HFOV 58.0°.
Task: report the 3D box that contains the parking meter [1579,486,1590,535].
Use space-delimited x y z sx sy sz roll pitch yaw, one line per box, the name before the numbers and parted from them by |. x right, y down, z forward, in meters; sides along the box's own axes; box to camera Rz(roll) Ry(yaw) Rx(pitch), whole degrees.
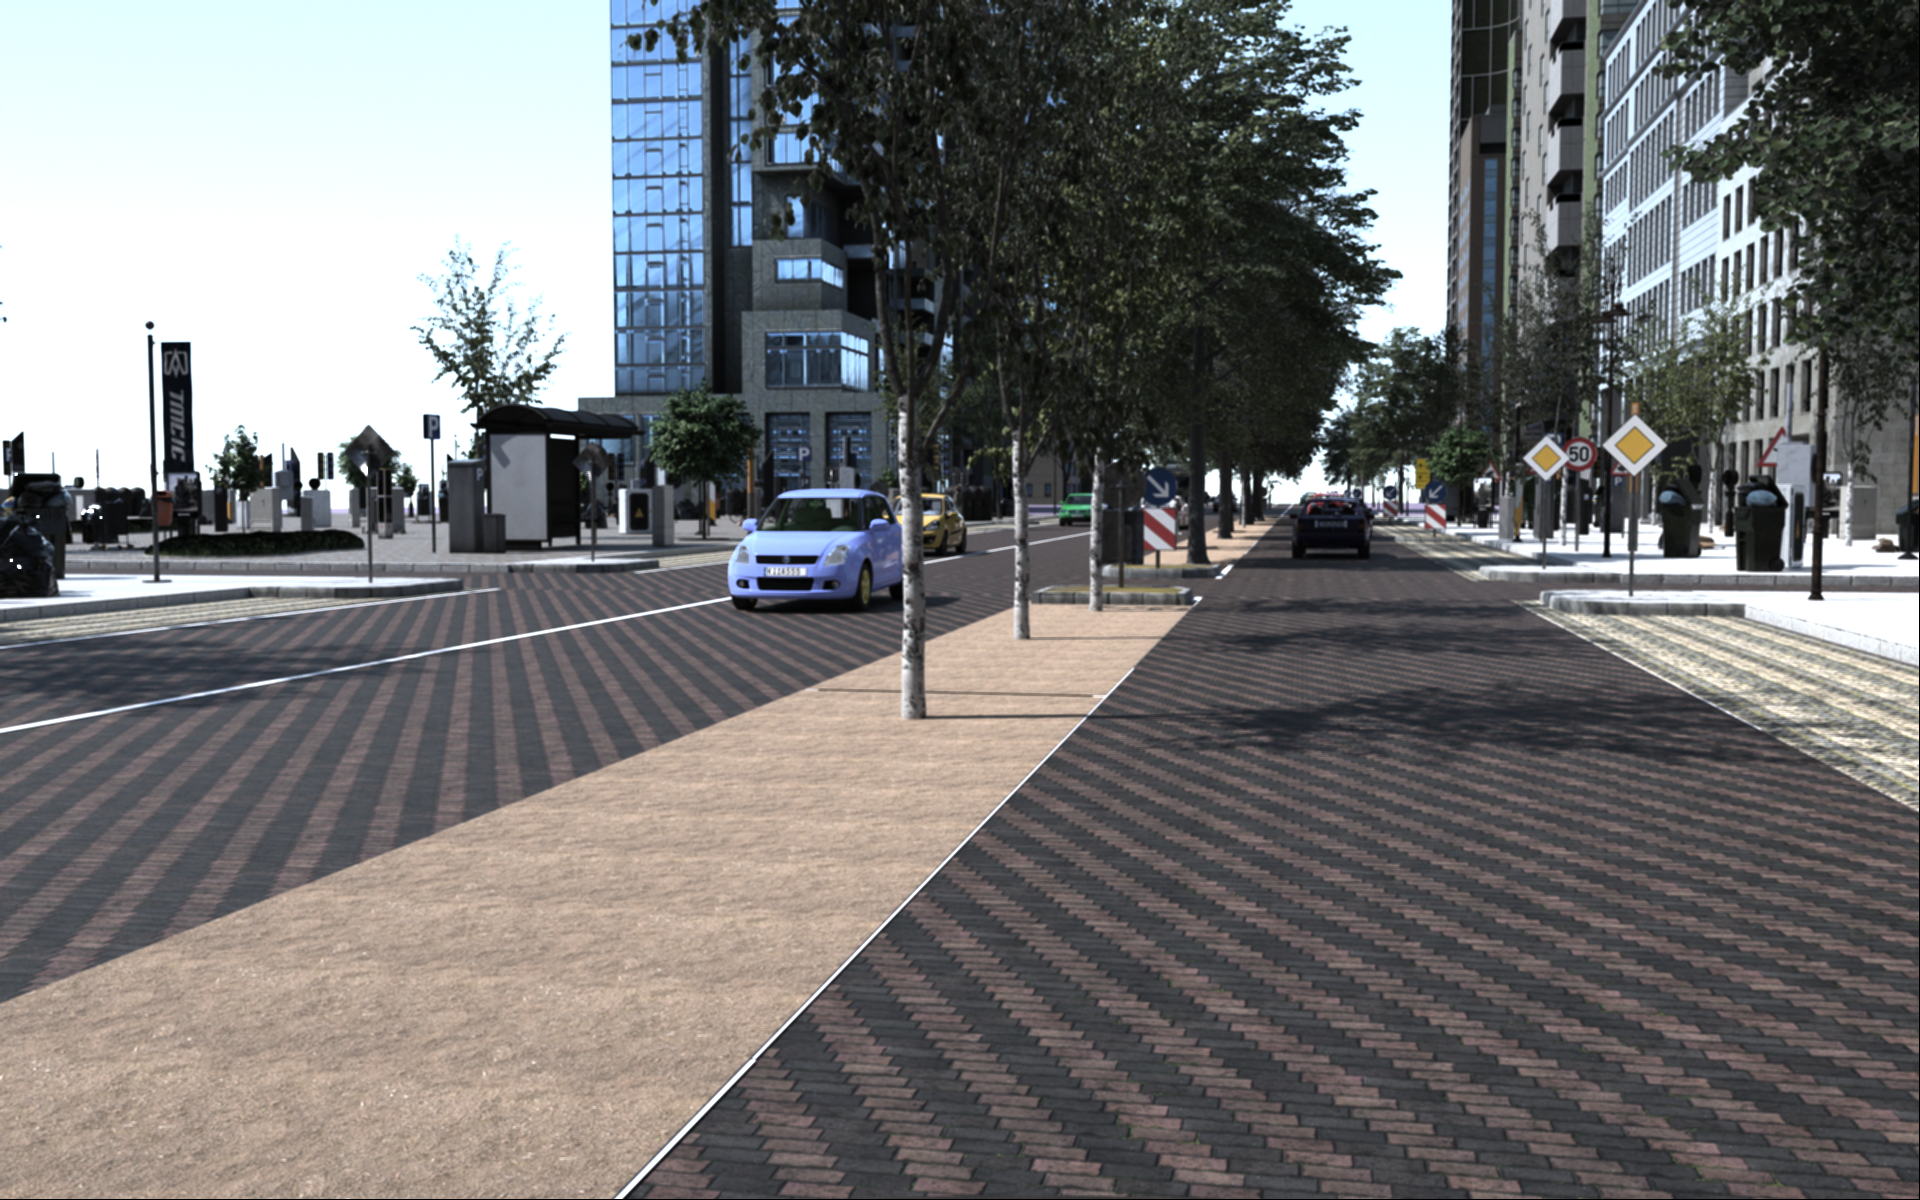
parking meter | 19.582 -2.815 54.435 0.372 1.533 0.369 0 3 0

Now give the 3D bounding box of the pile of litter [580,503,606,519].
pile of litter | -17.951 -4.259 83.605 1.176 0.858 1.719 -1 4 -21

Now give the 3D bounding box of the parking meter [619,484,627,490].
parking meter | -18.951 -5.614 97.497 0.399 1.863 0.255 1 4 21

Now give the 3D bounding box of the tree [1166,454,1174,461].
tree | 23.060 -21.057 200.165 12.611 20.169 13.585 0 3 0

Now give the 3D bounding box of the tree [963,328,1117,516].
tree | 3.807 -10.791 102.194 9.928 11.665 9.643 0 3 0

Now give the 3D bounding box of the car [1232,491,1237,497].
car | 36.662 -13.946 236.696 2.281 1.827 5.304 1 4 11

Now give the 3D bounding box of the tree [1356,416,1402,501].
tree | 35.731 -12.016 146.826 4.360 8.622 3.978 0 3 0

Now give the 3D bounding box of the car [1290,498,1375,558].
car | 8.600 -1.683 40.090 1.945 1.354 3.894 1 4 12

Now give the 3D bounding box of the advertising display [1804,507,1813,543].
advertising display | 21.934 -2.462 45.475 0.974 1.923 0.123 -2 4 -29

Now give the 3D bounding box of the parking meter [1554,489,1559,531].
parking meter | 20.731 -3.191 60.583 0.372 1.533 0.369 0 3 0

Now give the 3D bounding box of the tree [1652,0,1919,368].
tree | 9.413 -6.467 12.395 9.857 13.997 8.962 0 3 0

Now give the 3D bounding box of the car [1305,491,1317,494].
car | 49.138 -14.316 242.738 2.281 1.827 5.304 1 4 9

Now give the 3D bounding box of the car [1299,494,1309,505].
car | 44.880 -12.974 223.925 2.131 1.459 4.920 1 4 13

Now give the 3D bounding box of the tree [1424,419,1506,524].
tree | 21.863 -5.577 74.898 4.285 4.588 4.351 0 3 0

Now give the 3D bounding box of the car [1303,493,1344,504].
car | 16.269 -4.126 76.499 2.155 1.783 4.494 1 4 10

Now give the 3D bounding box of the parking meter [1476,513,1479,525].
parking meter | 21.453 -4.003 71.159 0.399 1.863 0.255 -1 4 -20

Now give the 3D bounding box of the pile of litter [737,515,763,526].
pile of litter | -8.429 -3.395 69.474 1.176 0.858 1.719 1 4 18

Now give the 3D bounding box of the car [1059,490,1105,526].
car | 5.559 -4.262 78.478 1.959 1.807 4.718 1 4 10

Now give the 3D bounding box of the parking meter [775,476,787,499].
parking meter | -5.938 -3.170 57.546 0.255 1.863 0.399 2 4 26

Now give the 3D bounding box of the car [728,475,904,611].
car | -1.762 -0.788 22.472 1.945 1.707 3.694 1 4 10

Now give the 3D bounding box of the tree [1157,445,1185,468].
tree | 29.561 -18.078 229.991 8.767 10.594 7.601 3 5 40

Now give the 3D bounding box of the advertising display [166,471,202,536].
advertising display | -21.673 -2.640 48.374 0.974 1.923 0.123 1 4 9

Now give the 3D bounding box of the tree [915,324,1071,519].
tree | 1.921 -9.448 88.883 8.767 10.594 7.601 -2 4 -25

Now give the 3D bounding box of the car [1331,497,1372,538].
car | 12.865 -2.788 58.161 1.945 1.354 3.894 1 4 9

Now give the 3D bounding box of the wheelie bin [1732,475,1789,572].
wheelie bin | 13.221 -1.268 28.645 0.693 1.594 0.980 0 4 -3

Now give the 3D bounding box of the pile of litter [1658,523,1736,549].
pile of litter | 17.061 -1.617 40.401 1.719 0.858 1.176 0 4 -2

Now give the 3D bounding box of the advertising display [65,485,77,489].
advertising display | -61.514 -7.024 120.054 0.123 1.923 0.974 3 5 40

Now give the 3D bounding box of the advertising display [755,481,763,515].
advertising display | -9.973 -4.940 85.983 0.123 1.923 0.974 1 4 11

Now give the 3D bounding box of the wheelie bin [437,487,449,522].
wheelie bin | -23.544 -4.370 79.354 0.693 1.594 0.980 0 4 1

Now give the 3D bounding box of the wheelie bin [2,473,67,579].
wheelie bin | -13.894 -1.118 26.181 0.693 1.594 0.980 3 5 39

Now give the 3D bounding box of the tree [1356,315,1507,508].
tree | 24.869 -9.523 90.116 7.601 10.594 8.767 1 4 10

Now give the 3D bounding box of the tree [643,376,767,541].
tree | -7.113 -3.945 48.215 4.285 4.588 4.351 0 3 0

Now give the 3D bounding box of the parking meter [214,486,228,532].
parking meter | -25.148 -3.257 58.964 0.399 1.863 0.255 0 4 -3

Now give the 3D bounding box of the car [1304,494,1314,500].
car | 36.351 -10.240 177.646 2.015 1.641 3.980 1 4 11

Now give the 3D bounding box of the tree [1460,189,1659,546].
tree | 15.040 -5.659 42.888 4.360 8.622 3.978 0 3 0

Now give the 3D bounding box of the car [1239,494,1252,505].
car | 33.357 -11.676 200.493 1.945 1.707 3.694 1 4 13

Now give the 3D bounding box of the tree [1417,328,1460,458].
tree | 30.012 -12.100 115.964 7.486 12.596 7.792 0 3 0

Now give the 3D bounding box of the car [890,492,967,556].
car | -0.950 -1.898 41.250 2.015 1.641 3.980 1 4 10

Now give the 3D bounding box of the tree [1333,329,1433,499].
tree | 47.518 -20.964 198.656 12.611 20.169 13.585 0 3 0

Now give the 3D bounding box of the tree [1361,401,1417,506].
tree | 33.938 -11.252 134.327 4.737 8.622 4.395 0 3 0

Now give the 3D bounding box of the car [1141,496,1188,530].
car | 8.423 -3.596 71.158 2.083 1.381 4.827 1 4 12

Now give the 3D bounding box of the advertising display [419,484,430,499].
advertising display | -32.847 -6.176 106.193 0.123 1.923 0.974 1 4 16

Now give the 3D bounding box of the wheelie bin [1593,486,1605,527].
wheelie bin | 24.920 -3.603 66.812 0.980 1.594 0.693 -1 4 -16

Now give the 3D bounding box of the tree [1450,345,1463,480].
tree | 18.141 -6.539 57.271 4.360 8.622 3.978 0 3 0

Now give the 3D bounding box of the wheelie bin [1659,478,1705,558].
wheelie bin | 14.498 -1.649 34.861 0.980 1.594 0.693 -3 5 -44

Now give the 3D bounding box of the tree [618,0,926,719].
tree | -0.325 -3.529 10.516 4.360 8.622 3.978 0 3 0

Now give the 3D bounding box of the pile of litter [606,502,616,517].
pile of litter | -19.700 -5.209 99.138 1.719 0.858 1.176 0 4 -4

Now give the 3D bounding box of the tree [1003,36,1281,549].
tree | 6.124 -8.086 45.038 12.009 13.543 11.850 0 3 0

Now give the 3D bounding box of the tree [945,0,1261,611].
tree | 1.662 -4.173 21.049 4.737 8.622 4.395 0 3 0

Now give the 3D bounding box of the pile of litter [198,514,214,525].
pile of litter | -32.150 -3.583 72.546 1.719 0.858 1.176 0 4 -1

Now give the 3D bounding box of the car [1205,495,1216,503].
car | 35.930 -14.411 248.193 1.945 1.354 3.894 1 4 10

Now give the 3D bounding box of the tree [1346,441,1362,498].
tree | 43.543 -14.369 185.298 4.737 8.622 4.395 0 3 0

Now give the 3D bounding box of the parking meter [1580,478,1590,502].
parking meter | 22.381 -3.451 62.128 0.399 1.863 0.255 1 4 11

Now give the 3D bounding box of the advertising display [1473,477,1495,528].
advertising display | 19.697 -3.668 65.180 0.123 1.923 0.974 -2 4 -29

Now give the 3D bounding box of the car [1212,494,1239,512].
car | 21.287 -7.935 138.770 2.155 1.783 4.494 1 4 12

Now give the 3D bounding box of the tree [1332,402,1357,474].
tree | 38.911 -13.941 162.345 8.767 10.594 7.601 1 4 20

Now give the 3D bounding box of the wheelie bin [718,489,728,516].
wheelie bin | -14.288 -5.815 102.988 0.980 1.594 0.693 0 4 -2

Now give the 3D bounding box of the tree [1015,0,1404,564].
tree | 4.873 -6.976 34.649 7.486 12.596 7.792 0 3 0

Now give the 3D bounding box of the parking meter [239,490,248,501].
parking meter | -38.069 -5.281 92.062 0.255 1.863 0.399 2 4 25

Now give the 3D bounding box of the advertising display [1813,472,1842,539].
advertising display | 24.955 -2.746 50.114 0.974 1.923 0.123 2 4 25
